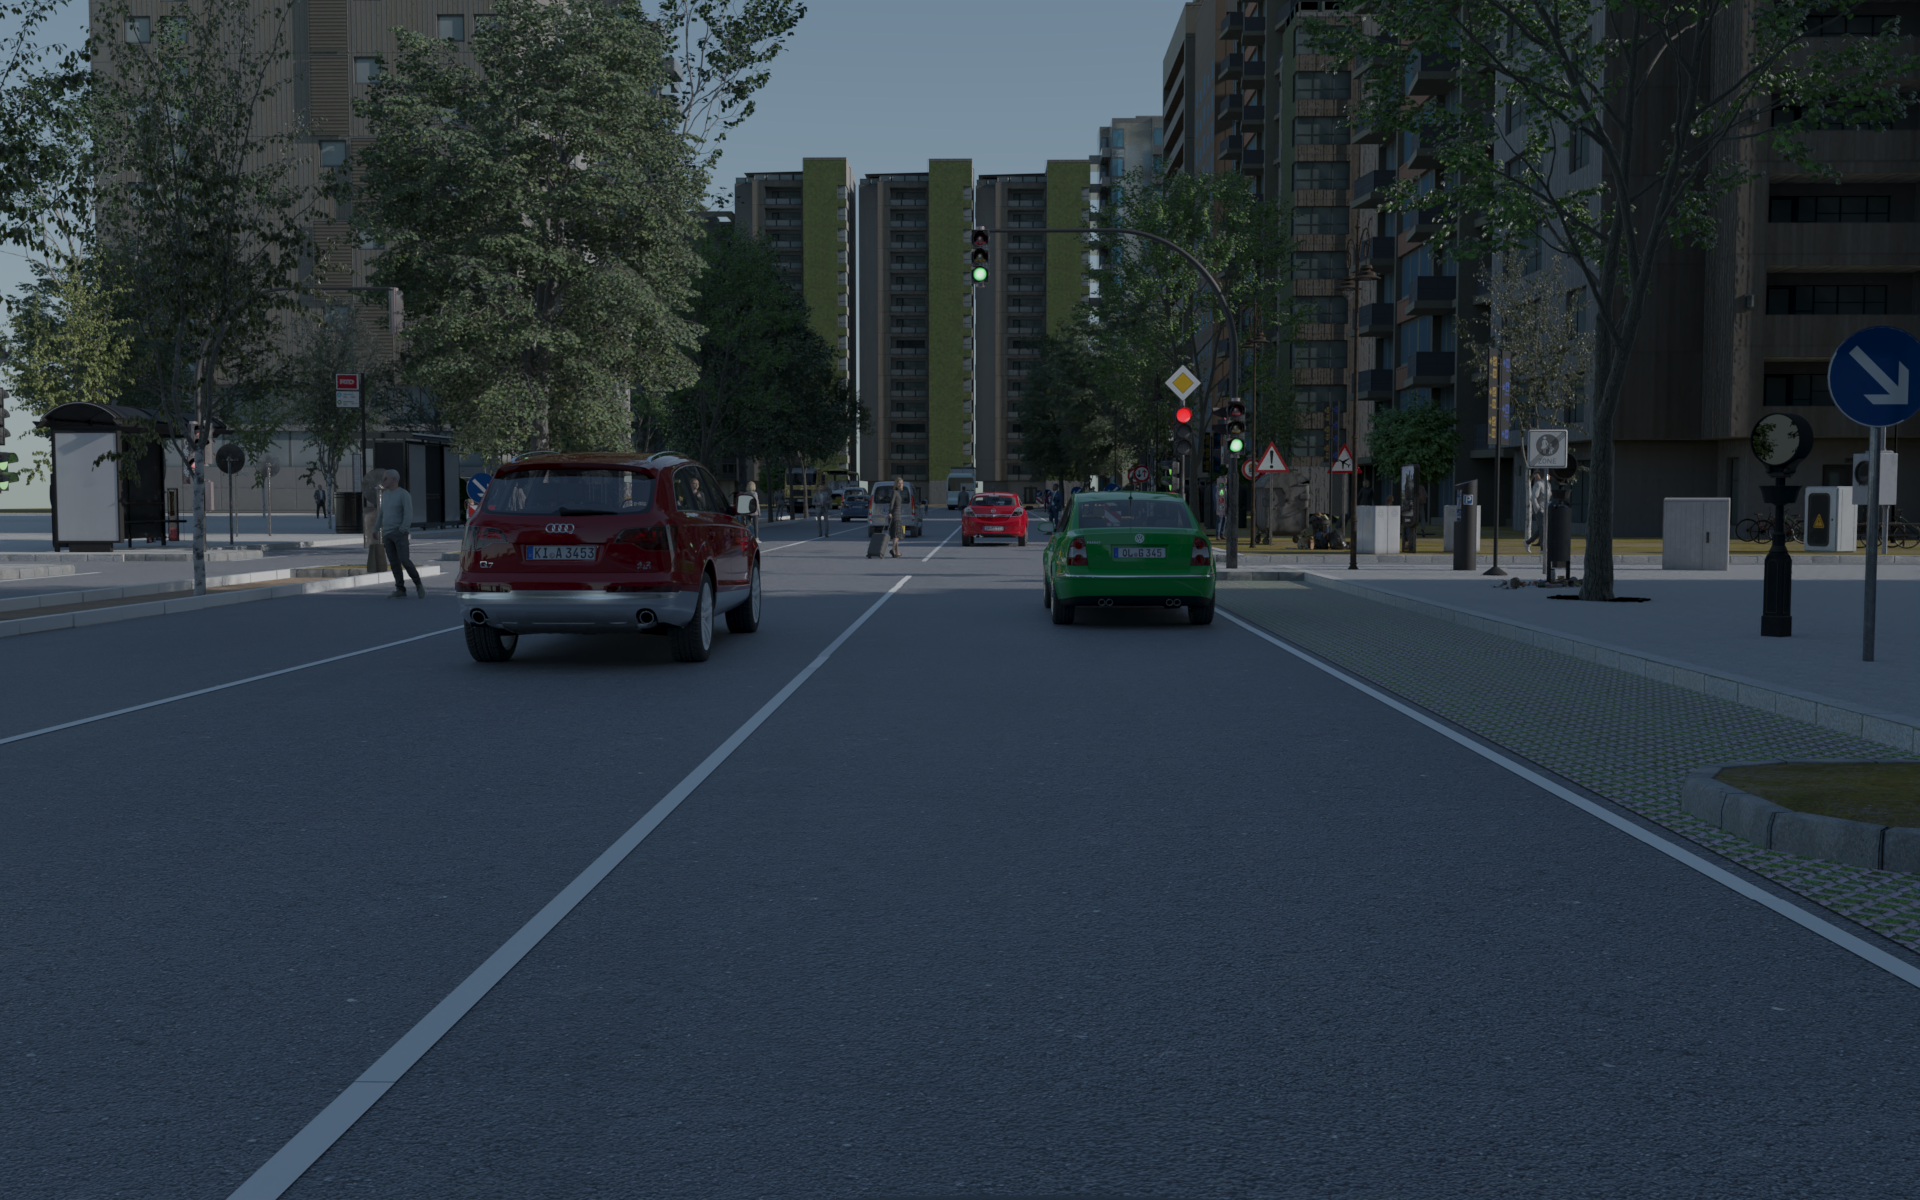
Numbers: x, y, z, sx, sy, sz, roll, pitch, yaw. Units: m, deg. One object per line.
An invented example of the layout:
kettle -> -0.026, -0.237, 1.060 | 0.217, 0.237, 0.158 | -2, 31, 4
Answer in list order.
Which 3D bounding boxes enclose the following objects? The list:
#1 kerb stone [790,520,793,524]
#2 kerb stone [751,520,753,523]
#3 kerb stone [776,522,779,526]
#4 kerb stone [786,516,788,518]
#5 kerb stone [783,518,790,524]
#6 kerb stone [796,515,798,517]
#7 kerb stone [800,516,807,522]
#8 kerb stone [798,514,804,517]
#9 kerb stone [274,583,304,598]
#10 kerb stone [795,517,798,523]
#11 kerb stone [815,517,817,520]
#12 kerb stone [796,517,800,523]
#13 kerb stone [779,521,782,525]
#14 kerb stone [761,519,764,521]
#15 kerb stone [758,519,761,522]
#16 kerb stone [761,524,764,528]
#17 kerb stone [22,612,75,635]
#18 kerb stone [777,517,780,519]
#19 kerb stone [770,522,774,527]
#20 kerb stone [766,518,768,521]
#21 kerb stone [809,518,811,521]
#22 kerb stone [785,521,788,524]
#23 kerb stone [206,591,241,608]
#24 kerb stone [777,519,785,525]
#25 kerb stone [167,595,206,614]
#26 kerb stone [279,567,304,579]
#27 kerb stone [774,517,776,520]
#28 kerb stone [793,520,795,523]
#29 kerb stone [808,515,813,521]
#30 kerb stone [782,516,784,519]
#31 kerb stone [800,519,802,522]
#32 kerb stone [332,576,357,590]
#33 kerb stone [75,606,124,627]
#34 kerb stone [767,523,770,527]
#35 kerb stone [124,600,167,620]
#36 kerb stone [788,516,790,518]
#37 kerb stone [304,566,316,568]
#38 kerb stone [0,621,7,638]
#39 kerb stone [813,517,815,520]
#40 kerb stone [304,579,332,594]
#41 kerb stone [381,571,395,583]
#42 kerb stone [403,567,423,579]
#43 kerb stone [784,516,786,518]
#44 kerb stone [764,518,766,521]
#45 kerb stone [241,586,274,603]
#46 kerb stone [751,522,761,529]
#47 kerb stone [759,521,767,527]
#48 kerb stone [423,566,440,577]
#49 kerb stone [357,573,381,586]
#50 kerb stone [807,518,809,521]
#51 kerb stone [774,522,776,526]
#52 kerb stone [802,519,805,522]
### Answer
kerb stone -> -8.274, -3.727, 83.228 | 0.120, 0.150, 1.000 | 0, 4, 1
kerb stone -> -10.329, -3.861, 85.342 | 0.120, 0.150, 1.000 | 0, 4, 1
kerb stone -> -8.380, -3.420, 78.108 | 0.120, 0.150, 1.000 | 0, 4, 1
kerb stone -> -10.055, -4.677, 98.660 | 0.120, 0.150, 1.000 | 0, 4, 1
kerb stone -> -8.303, -3.668, 82.201 | 0.120, 0.150, 1.000 | 0, 4, 1
kerb stone -> -9.950, -4.987, 103.791 | 0.120, 0.150, 1.000 | 0, 4, 1
kerb stone -> -8.149, -4.110, 89.388 | 0.120, 0.150, 1.000 | 0, 4, 1
kerb stone -> -9.889, -5.178, 106.859 | 0.120, 0.150, 1.000 | 0, 4, 1
kerb stone -> -9.483, -0.126, 24.247 | 0.120, 0.150, 1.000 | 0, 4, 1
kerb stone -> -8.229, -3.859, 85.284 | 0.120, 0.150, 1.000 | 0, 4, 1
kerb stone -> -8.043, -4.420, 94.508 | 0.120, 0.150, 1.000 | 0, 4, 1
kerb stone -> -8.212, -3.921, 86.306 | 0.120, 0.150, 1.000 | 0, 4, 1
kerb stone -> -8.362, -3.479, 79.131 | 0.120, 0.150, 1.000 | 0, 4, 1
kerb stone -> -10.264, -4.050, 88.409 | 0.120, 0.150, 1.000 | 0, 4, 1
kerb stone -> -10.289, -3.987, 87.386 | 0.120, 0.150, 1.000 | 0, 4, 1
kerb stone -> -8.491, -3.106, 72.991 | 0.120, 0.150, 1.000 | 0, 4, 1
kerb stone -> -9.608, 0.252, 18.116 | 0.120, 0.150, 1.000 | 0, 4, 1
kerb stone -> -10.114, -4.489, 95.586 | 0.120, 0.150, 1.000 | 0, 4, 1
kerb stone -> -8.419, -3.292, 76.060 | 0.120, 0.150, 1.000 | 0, 4, 1
kerb stone -> -10.223, -4.167, 90.464 | 0.120, 0.150, 1.000 | 0, 4, 1
kerb stone -> -8.106, -4.232, 91.442 | 0.120, 0.150, 1.000 | 0, 4, 1
kerb stone -> -8.319, -3.606, 81.175 | 0.120, 0.150, 1.000 | 0, 4, 1
kerb stone -> -9.525, -0.001, 22.204 | 0.120, 0.150, 1.000 | 0, 4, 1
kerb stone -> -8.337, -3.545, 80.153 | 0.120, 0.150, 1.000 | 0, 4, 1
kerb stone -> -9.538, 0.062, 21.182 | 0.120, 0.150, 1.000 | 0, 4, 1
kerb stone -> -11.465, -0.445, 29.465 | 0.120, 0.150, 1.000 | 0, 4, 1
kerb stone -> -10.158, -4.364, 93.541 | 0.120, 0.150, 1.000 | 0, 4, 1
kerb stone -> -8.253, -3.795, 84.257 | 0.120, 0.150, 1.000 | 0, 4, 1
kerb stone -> -8.085, -4.298, 92.464 | 0.120, 0.150, 1.000 | 0, 4, 1
kerb stone -> -10.098, -4.548, 96.608 | 0.120, 0.150, 1.000 | 0, 4, 1
kerb stone -> -8.191, -3.981, 87.336 | 0.120, 0.150, 1.000 | 0, 4, 1
kerb stone -> -9.439, -0.250, 26.291 | 0.120, 0.150, 1.000 | 0, 4, 1
kerb stone -> -9.576, 0.187, 19.138 | 0.120, 0.150, 1.000 | 0, 4, 1
kerb stone -> -8.455, -3.226, 75.038 | 0.120, 0.150, 1.000 | 0, 4, 1
kerb stone -> -9.565, 0.126, 20.160 | 0.120, 0.150, 1.000 | 0, 4, 1
kerb stone -> -10.036, -4.737, 99.689 | 0.120, 0.150, 1.000 | 0, 4, 1
kerb stone -> -11.441, -0.507, 30.491 | 0.120, 0.150, 1.000 | 0, 4, 1
kerb stone -> -9.622, 0.312, 17.090 | 0.120, 0.150, 1.000 | 0, 4, 1
kerb stone -> -8.062, -4.359, 93.486 | 0.120, 0.150, 1.000 | 0, 4, 1
kerb stone -> -9.455, -0.185, 25.269 | 0.120, 0.150, 1.000 | 0, 4, 1
kerb stone -> -9.392, -0.377, 28.359 | 0.120, 0.150, 1.000 | 0, 4, 1
kerb stone -> -9.373, -0.439, 29.381 | 0.120, 0.150, 1.000 | 0, 4, 1
kerb stone -> -10.080, -4.611, 97.638 | 0.120, 0.150, 1.000 | 0, 4, 1
kerb stone -> -10.251, -4.113, 89.442 | 0.120, 0.150, 1.000 | 0, 4, 1
kerb stone -> -9.509, -0.059, 23.226 | 0.120, 0.150, 1.000 | 0, 4, 1
kerb stone -> -8.504, -3.036, 71.966 | 0.120, 0.150, 1.000 | 0, 4, 1
kerb stone -> -8.462, -3.169, 74.016 | 0.120, 0.150, 1.000 | 0, 4, 1
kerb stone -> -9.352, -0.502, 30.403 | 0.120, 0.150, 1.000 | 0, 4, 1
kerb stone -> -9.416, -0.312, 27.325 | 0.120, 0.150, 1.000 | 0, 4, 1
kerb stone -> -8.126, -4.172, 90.410 | 0.120, 0.150, 1.000 | 0, 4, 1
kerb stone -> -8.405, -3.357, 77.087 | 0.120, 0.150, 1.000 | 0, 4, 1
kerb stone -> -8.174, -4.047, 88.366 | 0.120, 0.150, 1.000 | 0, 4, 1
